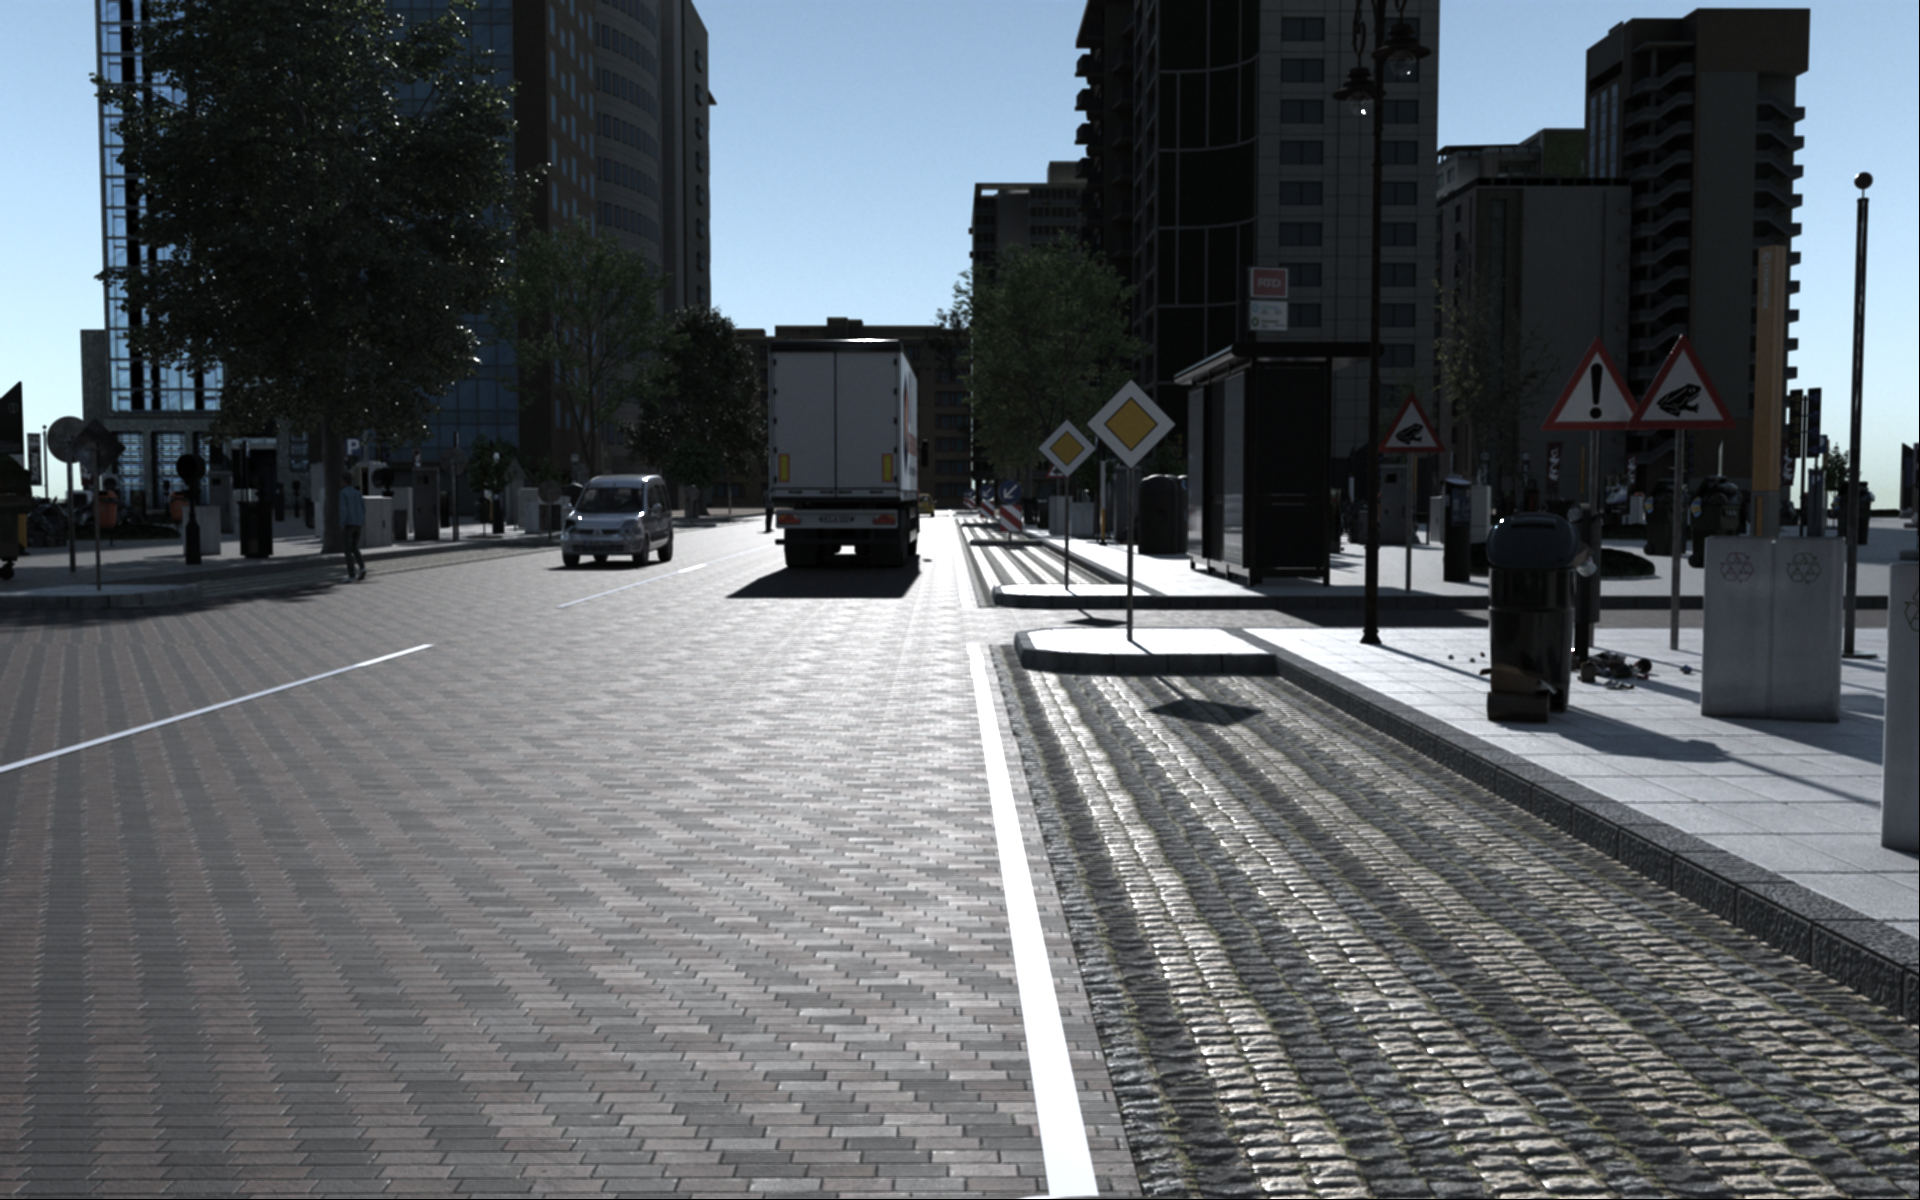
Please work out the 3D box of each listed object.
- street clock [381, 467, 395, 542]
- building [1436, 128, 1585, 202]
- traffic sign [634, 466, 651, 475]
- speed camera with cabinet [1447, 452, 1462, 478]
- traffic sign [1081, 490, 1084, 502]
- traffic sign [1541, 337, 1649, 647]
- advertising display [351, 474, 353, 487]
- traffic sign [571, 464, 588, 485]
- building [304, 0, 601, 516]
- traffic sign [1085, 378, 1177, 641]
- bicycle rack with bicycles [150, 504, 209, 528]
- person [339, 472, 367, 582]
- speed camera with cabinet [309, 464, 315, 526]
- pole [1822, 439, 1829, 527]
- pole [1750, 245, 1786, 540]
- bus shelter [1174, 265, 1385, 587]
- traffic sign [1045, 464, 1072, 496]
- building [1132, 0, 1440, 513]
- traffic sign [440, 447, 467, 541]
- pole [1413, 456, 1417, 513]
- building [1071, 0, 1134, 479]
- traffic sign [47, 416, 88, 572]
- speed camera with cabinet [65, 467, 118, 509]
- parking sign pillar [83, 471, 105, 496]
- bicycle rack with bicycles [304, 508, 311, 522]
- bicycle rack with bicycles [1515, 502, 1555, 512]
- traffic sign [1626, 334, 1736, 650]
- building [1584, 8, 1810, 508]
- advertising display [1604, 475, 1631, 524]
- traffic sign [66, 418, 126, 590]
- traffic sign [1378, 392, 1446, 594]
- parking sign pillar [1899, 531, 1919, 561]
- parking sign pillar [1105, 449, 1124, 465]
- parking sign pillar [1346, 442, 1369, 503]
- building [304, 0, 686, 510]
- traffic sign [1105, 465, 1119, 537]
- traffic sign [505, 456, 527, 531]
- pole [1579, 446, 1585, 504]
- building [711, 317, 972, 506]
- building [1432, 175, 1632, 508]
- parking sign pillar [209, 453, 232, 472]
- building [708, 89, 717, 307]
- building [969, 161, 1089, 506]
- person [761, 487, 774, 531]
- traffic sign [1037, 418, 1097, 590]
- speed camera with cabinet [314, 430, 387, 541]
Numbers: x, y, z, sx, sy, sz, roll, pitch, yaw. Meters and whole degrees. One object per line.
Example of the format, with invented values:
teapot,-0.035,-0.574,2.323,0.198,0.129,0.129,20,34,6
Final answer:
street clock,-15.322,-2.559,46.411,0.358,2.002,0.471,0,4,-2
building,61.874,-31.395,196.900,14.086,41.232,14.154,0,4,0
traffic sign,-14.286,-4.758,77.907,0.768,2.556,0.104,0,4,1
speed camera with cabinet,22.879,-5.262,80.362,0.660,3.252,2.038,2,4,23
traffic sign,3.870,-3.336,54.645,0.768,2.556,0.104,0,4,3
traffic sign,5.290,-0.885,14.478,0.884,2.594,0.081,0,4,5
advertising display,-17.399,-2.789,50.820,0.974,1.923,0.123,1,4,19
traffic sign,-16.251,-4.517,73.952,0.768,2.556,0.104,0,4,4
building,-30.412,-27.846,105.392,14.600,45.320,14.200,0,4,0
traffic sign,1.484,-0.701,15.111,0.795,2.450,0.064,0,4,0
bicycle rack with bicycles,-29.086,-3.190,65.535,2.852,0.926,2.925,0,4,5
person,-9.887,-1.182,28.173,0.444,1.785,0.601,2,4,32
speed camera with cabinet,-18.763,-3.468,51.030,0.660,3.252,2.038,-1,4,-15
pole,32.324,-4.335,64.721,0.158,3.312,0.155,0,3,0
pole,6.682,-1.254,14.344,0.158,3.312,0.155,0,3,0
bus shelter,4.761,-3.088,28.129,2.179,5.291,8.768,0,4,-1
traffic sign,3.249,-3.502,57.265,0.884,2.594,0.081,0,4,5
building,21.723,-42.040,125.607,20.563,71.187,20.611,0,4,0
traffic sign,-13.822,-2.886,47.286,0.768,2.556,0.104,1,4,9
pole,24.090,-5.987,91.727,0.158,3.312,0.155,0,3,0
building,21.449,-30.366,151.104,22.147,44.769,28.867,0,4,0
traffic sign,-14.580,-1.730,28.389,0.768,2.556,0.104,0,4,1
speed camera with cabinet,-37.992,-4.982,75.788,2.038,3.252,0.660,-2,4,-35
parking sign pillar,-48.521,-6.641,97.046,1.447,3.967,1.447,2,4,24
bicycle rack with bicycles,-29.222,-4.093,80.308,2.852,0.926,2.925,-2,4,-28
bicycle rack with bicycles,31.430,-4.995,95.047,2.852,0.926,2.925,-2,4,-31
traffic sign,5.893,-0.869,14.217,0.884,2.594,0.081,0,4,3
building,66.547,-31.102,158.627,14.200,45.320,14.600,0,4,0
advertising display,21.997,-3.227,57.977,0.123,1.923,0.974,-2,4,-28
traffic sign,-11.471,-1.185,23.019,0.795,2.450,0.064,0,4,0
traffic sign,5.759,-1.357,22.187,0.884,2.594,0.081,0,4,1
parking sign pillar,19.067,-2.756,33.526,1.447,3.967,1.447,0,4,7
parking sign pillar,8.132,-6.151,89.049,1.447,3.967,1.447,-1,4,-9
parking sign pillar,20.445,-6.128,88.670,1.447,3.967,1.447,3,5,40
building,-32.902,-35.754,126.578,21.231,58.520,28.212,0,4,0
traffic sign,4.427,-3.015,51.419,0.606,2.300,0.079,0,4,6
traffic sign,-15.353,-3.652,59.719,0.884,2.594,0.081,0,4,7
pole,26.457,-4.882,73.671,0.158,3.312,0.155,0,3,0
building,-13.283,-21.941,203.777,28.899,21.520,27.650,0,4,0
building,52.383,-23.778,160.469,14.107,30.474,14.160,0,4,0
parking sign pillar,-40.344,-6.486,94.519,1.447,3.967,1.447,2,4,26
building,-41.748,-37.526,202.792,27.495,52.752,28.713,0,4,0
building,13.150,-31.379,204.932,23.993,40.220,32.217,0,4,0
person,-7.316,-3.541,66.579,0.592,1.802,0.473,3,5,41
traffic sign,1.423,-1.190,23.096,0.795,2.450,0.064,0,4,0
speed camera with cabinet,-16.782,-3.279,47.952,0.660,3.252,2.038,2,4,25
